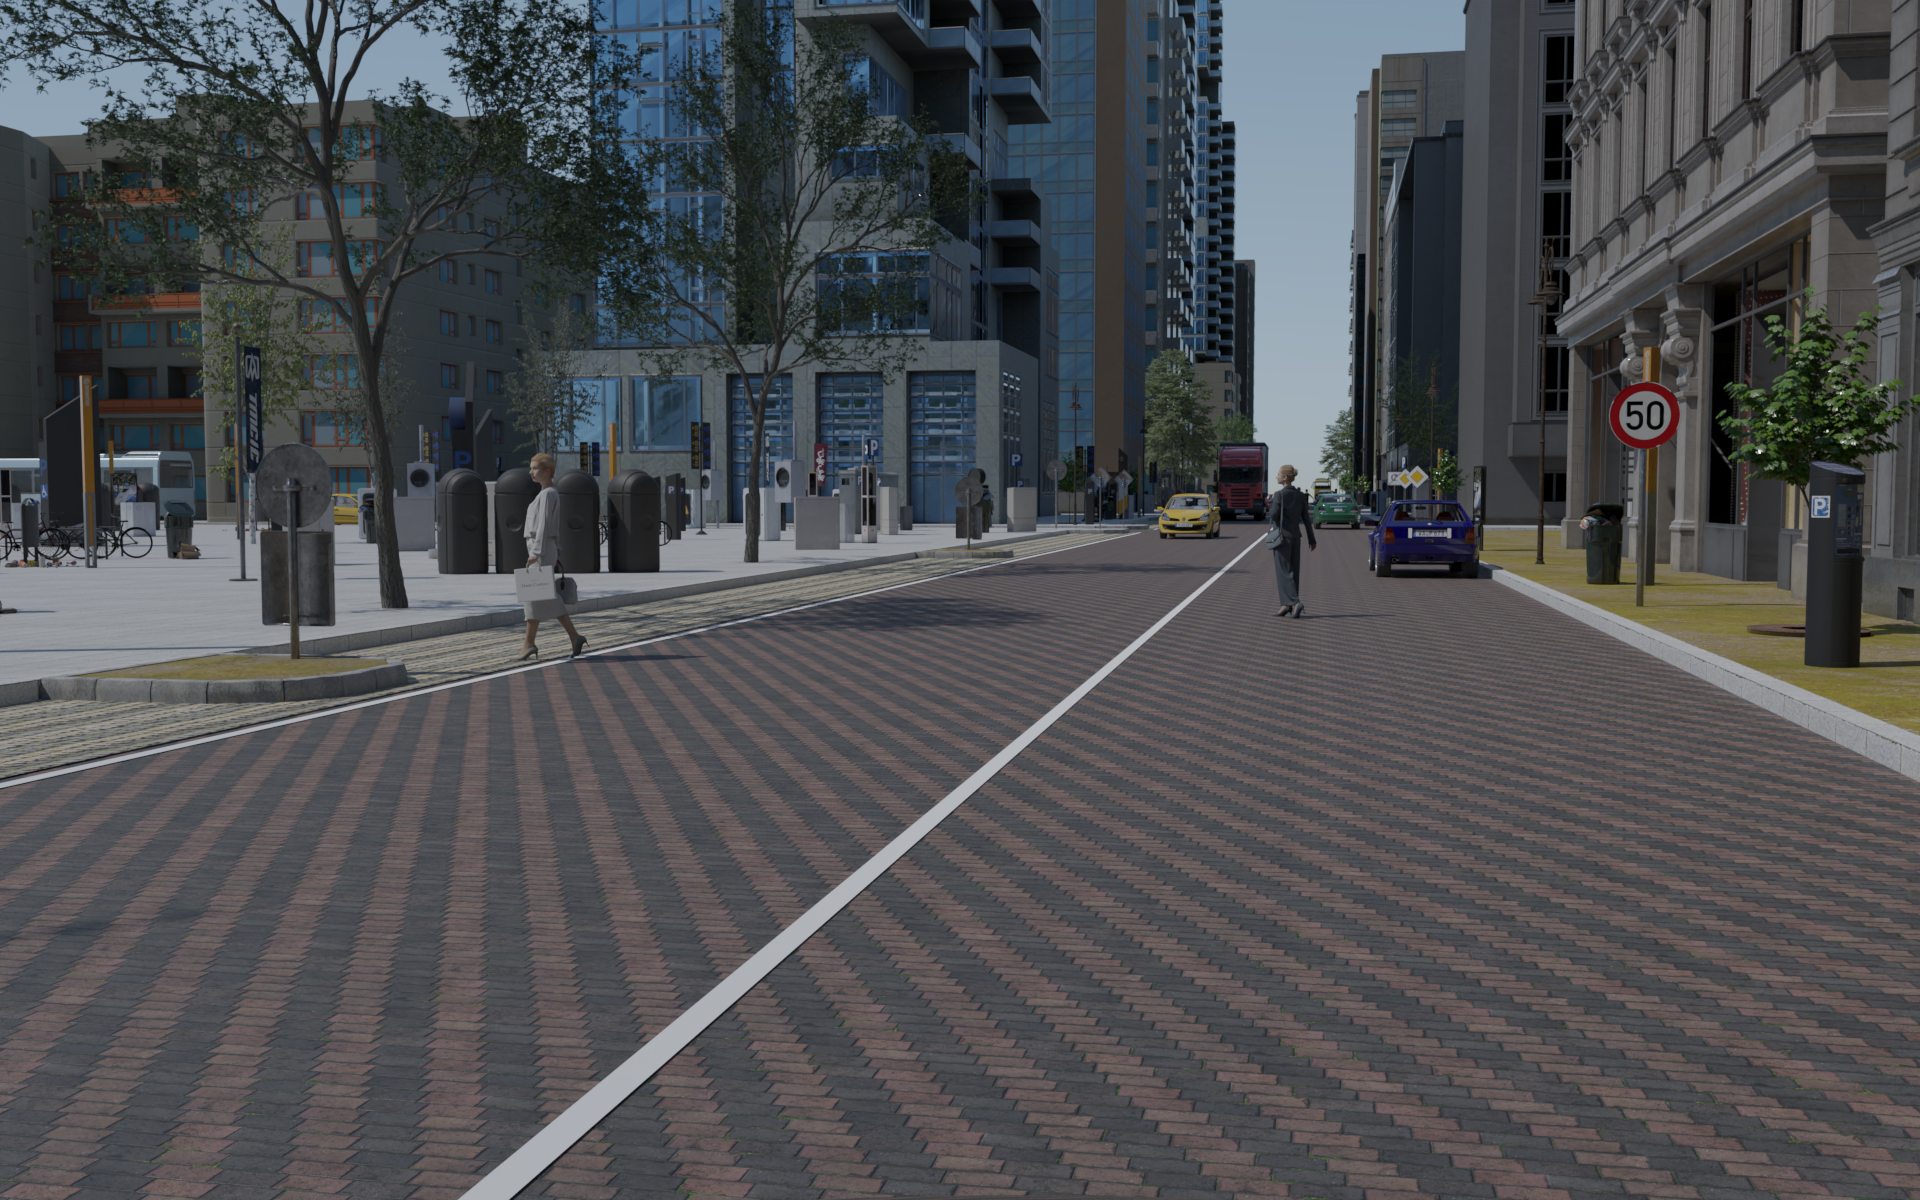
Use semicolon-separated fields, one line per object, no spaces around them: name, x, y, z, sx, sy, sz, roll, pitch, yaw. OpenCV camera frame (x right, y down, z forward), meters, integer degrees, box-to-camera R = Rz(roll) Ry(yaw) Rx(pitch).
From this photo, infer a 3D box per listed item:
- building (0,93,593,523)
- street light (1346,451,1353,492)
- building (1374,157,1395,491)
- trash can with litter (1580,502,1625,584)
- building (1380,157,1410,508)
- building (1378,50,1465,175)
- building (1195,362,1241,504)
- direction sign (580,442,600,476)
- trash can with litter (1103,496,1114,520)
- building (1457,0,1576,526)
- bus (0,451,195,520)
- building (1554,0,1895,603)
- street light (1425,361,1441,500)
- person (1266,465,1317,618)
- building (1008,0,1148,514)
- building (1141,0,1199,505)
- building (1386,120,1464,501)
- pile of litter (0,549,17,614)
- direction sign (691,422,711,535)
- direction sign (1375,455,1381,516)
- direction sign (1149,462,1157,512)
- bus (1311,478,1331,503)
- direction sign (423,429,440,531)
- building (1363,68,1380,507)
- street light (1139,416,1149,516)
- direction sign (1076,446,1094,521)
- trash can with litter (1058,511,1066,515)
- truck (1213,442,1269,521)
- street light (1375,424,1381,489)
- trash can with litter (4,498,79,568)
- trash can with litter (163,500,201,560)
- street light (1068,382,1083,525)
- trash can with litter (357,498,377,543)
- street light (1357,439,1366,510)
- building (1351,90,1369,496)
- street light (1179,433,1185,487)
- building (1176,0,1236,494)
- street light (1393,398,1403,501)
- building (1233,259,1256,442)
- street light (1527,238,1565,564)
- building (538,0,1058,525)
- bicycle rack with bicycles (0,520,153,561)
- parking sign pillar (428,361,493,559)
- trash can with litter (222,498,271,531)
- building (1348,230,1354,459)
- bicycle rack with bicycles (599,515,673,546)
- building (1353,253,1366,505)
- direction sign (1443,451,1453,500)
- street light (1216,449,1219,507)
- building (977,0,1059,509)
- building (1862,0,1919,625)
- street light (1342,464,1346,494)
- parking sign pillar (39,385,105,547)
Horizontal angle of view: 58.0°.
building;-36.983;-15.139;92.568;28.899;21.520;27.650;1;4;11
street light;42.431;-13.158;187.917;0.468;5.910;1.993;1;4;11
building;43.178;-23.142;150.078;14.160;30.474;14.107;1;4;11
trash can with litter;9.159;-0.823;24.843;0.624;1.170;1.055;1;4;13
building;38.301;-19.101;130.318;12.078;24.808;19.932;1;4;11
building;46.465;-29.349;163.456;14.154;41.232;14.086;1;4;11
building;25.123;-24.473;245.168;27.650;21.520;28.899;1;4;11
direction sign;-16.077;-5.095;75.299;0.876;3.537;0.379;-2;4;-30
trash can with litter;7.391;-4.625;87.010;0.624;1.170;1.055;0;4;-5
building;33.997;-17.079;72.745;24.014;27.812;14.314;1;4;11
bus;-40.468;-4.983;76.329;13.247;3.499;2.948;1;4;11
building;18.355;-11.463;38.334;10.553;20.767;40.483;1;4;11
street light;16.500;-5.367;60.533;0.468;5.910;1.993;1;4;11
person;3.854;-0.684;20.106;0.534;1.772;0.576;3;4;36
building;5.093;-28.603;117.774;14.600;45.320;14.200;1;4;11
building;10.184;-33.204;162.487;23.786;49.044;30.456;1;4;11
building;33.829;-17.470;104.697;14.314;24.678;30.058;1;4;11
pile of litter;-10.758;-0.279;18.527;1.176;0.858;1.719;-2;4;-26
direction sign;-8.156;-3.826;54.545;0.379;3.537;0.876;2;4;34
direction sign;24.292;-6.635;100.475;0.379;3.537;0.876;0;4;-2
direction sign;13.584;-7.942;121.843;0.379;3.537;0.876;3;5;41
bus;55.790;-16.860;267.205;2.896;3.916;12.252;1;4;10
direction sign;-18.441;-4.186;60.437;0.876;3.537;0.379;2;4;35
building;48.965;-32.297;178.159;14.600;45.320;14.200;1;4;11
street light;10.680;-7.824;100.707;0.468;5.910;1.993;1;4;11
direction sign;5.878;-5.470;81.431;0.876;3.537;0.379;1;4;19
trash can with litter;5.408;-5.853;106.761;2.233;1.210;1.678;2;4;32
truck;15.738;-6.555;96.088;2.839;4.237;11.283;1;4;11
street light;27.181;-8.547;112.534;0.468;5.910;1.993;1;4;11
trash can with litter;-16.369;-1.219;30.986;1.678;1.210;2.233;0;4;-8
trash can with litter;-15.325;-1.401;34.295;0.624;1.170;1.055;-3;5;-45
street light;4.775;-6.048;71.671;0.468;5.910;1.993;1;4;11
trash can with litter;-15.229;-2.068;45.207;0.624;1.170;1.055;0;4;3
street light;33.027;-10.351;142.025;0.468;5.910;1.993;1;4;11
building;67.755;-43.392;251.458;21.231;58.520;28.212;1;4;11
street light;16.694;-9.627;130.183;0.468;5.910;1.993;1;4;11
building;33.481;-58.702;272.441;22.319;86.520;31.000;1;4;11
street light;21.111;-6.773;83.531;0.468;5.910;1.993;1;4;11
building;42.770;-37.389;294.897;14.154;41.232;14.086;1;4;11
street light;10.607;-3.591;31.495;0.468;5.910;1.993;1;4;11
building;-6.200;-47.399;87.642;22.319;86.520;31.000;1;4;11
bicycle rack with bicycles;-17.616;-1.286;34.402;2.925;0.926;2.852;-1;4;-16
parking sign pillar;-9.913;-2.823;34.636;1.447;3.967;1.447;-1;4;-13
trash can with litter;-24.490;-3.000;60.112;2.233;1.210;1.678;1;4;14
building;74.381;-40.408;280.281;23.786;49.044;30.456;1;4;11
bicycle rack with bicycles;-8.455;-1.818;43.101;2.925;0.926;2.852;1;4;18
building;54.416;-26.652;207.460;14.160;30.474;14.107;1;4;11
direction sign;25.545;-6.066;91.182;0.876;3.537;0.379;-1;4;-13
street light;26.232;-12.461;176.532;0.468;5.910;1.993;1;4;11
building;16.115;-53.747;191.437;22.319;86.520;31.000;1;4;11
building;12.574;-9.742;8.441;9.793;20.994;18.267;1;4;11
street light;48.322;-14.934;216.956;0.468;5.910;1.993;1;4;11
parking sign pillar;-21.808;-3.301;42.447;1.447;3.967;1.447;3;4;37
